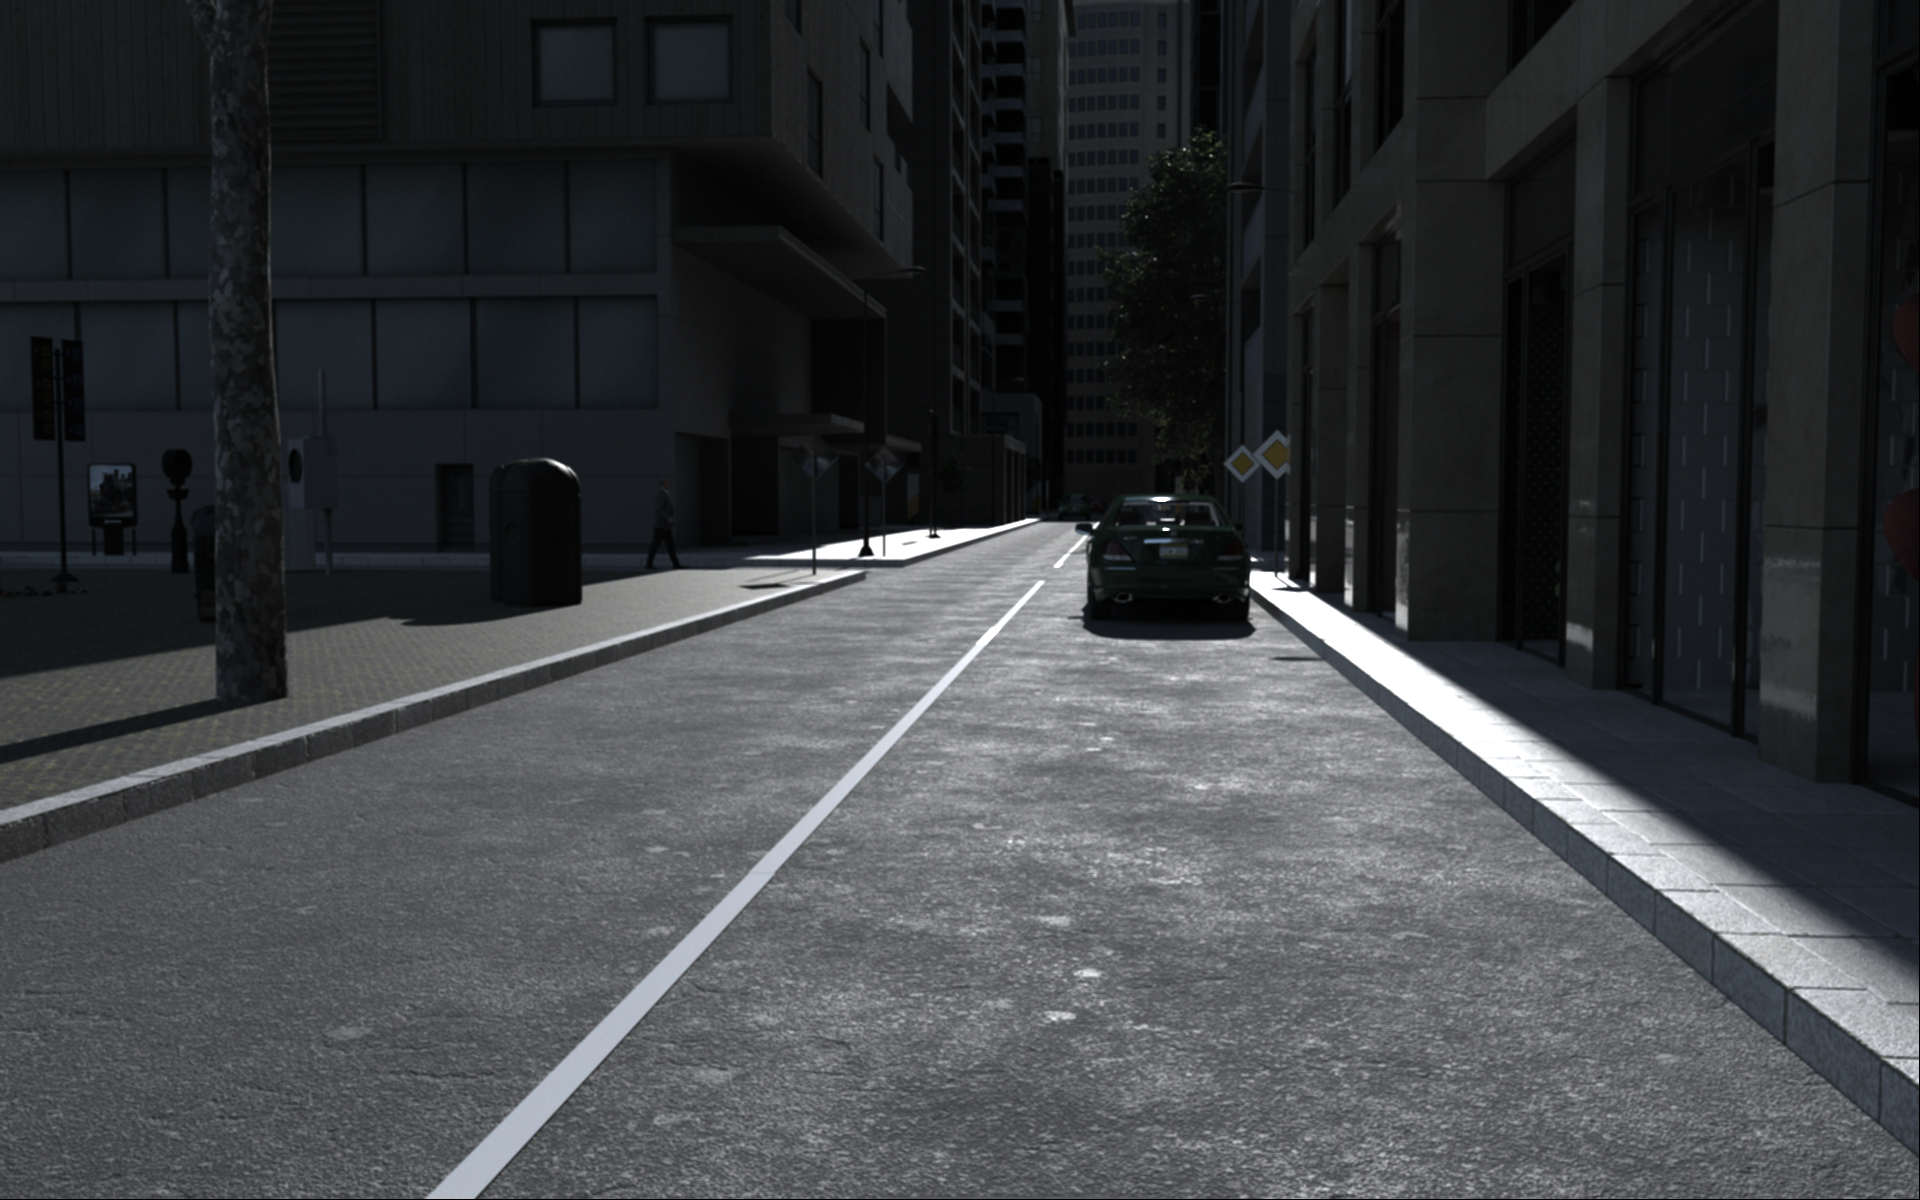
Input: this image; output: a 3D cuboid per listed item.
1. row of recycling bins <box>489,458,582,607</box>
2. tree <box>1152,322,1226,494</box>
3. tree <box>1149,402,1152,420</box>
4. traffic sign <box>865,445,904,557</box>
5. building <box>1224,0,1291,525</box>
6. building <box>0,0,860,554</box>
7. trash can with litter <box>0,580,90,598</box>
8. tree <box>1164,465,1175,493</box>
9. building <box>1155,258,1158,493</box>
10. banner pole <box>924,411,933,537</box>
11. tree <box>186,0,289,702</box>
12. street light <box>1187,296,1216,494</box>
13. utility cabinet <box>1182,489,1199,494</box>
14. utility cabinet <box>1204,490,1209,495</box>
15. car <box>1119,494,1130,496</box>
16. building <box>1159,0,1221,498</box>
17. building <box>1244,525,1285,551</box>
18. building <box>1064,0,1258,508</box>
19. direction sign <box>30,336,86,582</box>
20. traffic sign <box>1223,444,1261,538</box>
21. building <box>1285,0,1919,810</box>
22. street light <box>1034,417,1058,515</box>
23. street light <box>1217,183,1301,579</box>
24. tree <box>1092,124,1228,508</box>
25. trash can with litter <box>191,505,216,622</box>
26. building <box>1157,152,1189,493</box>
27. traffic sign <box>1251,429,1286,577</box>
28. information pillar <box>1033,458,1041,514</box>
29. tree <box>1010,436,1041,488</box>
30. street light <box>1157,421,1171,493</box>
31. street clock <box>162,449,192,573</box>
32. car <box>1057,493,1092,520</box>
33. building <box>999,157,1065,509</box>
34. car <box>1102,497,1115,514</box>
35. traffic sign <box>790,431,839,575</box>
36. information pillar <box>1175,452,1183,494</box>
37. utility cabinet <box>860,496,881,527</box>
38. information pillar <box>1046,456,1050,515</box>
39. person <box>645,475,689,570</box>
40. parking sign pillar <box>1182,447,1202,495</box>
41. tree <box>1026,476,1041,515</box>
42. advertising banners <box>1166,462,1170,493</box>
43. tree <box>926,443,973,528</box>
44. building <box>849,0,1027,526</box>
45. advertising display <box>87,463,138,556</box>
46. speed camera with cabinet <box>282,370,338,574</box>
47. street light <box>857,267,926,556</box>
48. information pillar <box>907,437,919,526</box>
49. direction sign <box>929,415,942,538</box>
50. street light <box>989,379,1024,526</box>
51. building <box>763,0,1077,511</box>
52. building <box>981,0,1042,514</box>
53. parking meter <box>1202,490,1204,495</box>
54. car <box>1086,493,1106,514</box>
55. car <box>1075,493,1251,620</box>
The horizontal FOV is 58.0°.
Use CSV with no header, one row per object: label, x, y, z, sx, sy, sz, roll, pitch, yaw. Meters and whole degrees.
row of recycling bins,-5.304,-0.869,21.326,1.069,1.692,3.534,-1,4,-18
tree,10.694,-7.335,70.285,4.360,8.622,3.978,0,3,0
tree,10.646,-7.899,79.516,4.360,8.622,3.978,0,3,0
traffic sign,-1.552,-1.945,35.443,0.795,2.450,0.064,0,4,5
building,24.666,-33.717,93.266,21.231,58.520,28.212,0,4,5
building,-15.979,-28.105,48.753,28.713,52.752,27.495,0,4,5
trash can with litter,-11.930,-0.658,21.822,1.678,1.210,2.233,2,4,32
tree,13.875,-7.312,114.146,1.663,3.219,1.824,0,3,0
building,25.969,-23.959,163.426,14.160,30.474,14.107,0,4,5
banner pole,-0.897,-3.787,51.938,0.401,3.779,0.863,0,4,3
tree,-3.550,-9.515,11.465,12.611,20.169,13.585,0,3,0
street light,6.081,-4.165,40.635,1.470,5.913,1.316,0,4,5
utility cabinet,10.982,-4.595,83.801,1.173,1.500,0.318,-1,4,-20
utility cabinet,13.829,-5.609,100.393,1.173,1.500,0.318,2,4,24
car,11.329,-6.541,117.169,2.015,1.641,3.980,0,4,6
building,25.671,-42.296,129.793,20.563,71.187,20.611,0,4,5
building,21.125,-30.471,40.205,28.212,58.520,21.231,0,4,5
building,19.234,-40.400,202.536,28.212,58.520,21.231,0,4,5
direction sign,-13.162,-2.040,25.344,0.379,3.537,0.876,1,4,21
traffic sign,5.658,-1.902,34.733,0.795,2.450,0.064,0,4,5
building,12.960,-12.458,8.205,19.350,26.468,34.151,0,4,5
street light,5.164,-8.038,103.970,1.470,5.913,1.316,0,4,5
street light,4.668,-3.270,26.010,1.470,5.913,1.316,0,4,5
tree,9.140,-9.377,59.964,9.857,13.997,8.962,0,3,0
trash can with litter,-7.530,-0.389,17.742,0.624,1.170,1.055,-2,4,-24
building,24.472,-23.049,148.557,14.160,30.474,14.107,0,4,5
traffic sign,4.894,-1.415,26.784,0.795,2.450,0.064,0,4,5
information pillar,4.828,-7.181,108.768,0.504,3.616,0.183,0,4,-3
tree,2.806,-7.043,98.867,4.285,4.588,4.351,0,3,0
street light,9.316,-6.254,74.793,1.470,5.913,1.316,0,4,5
street clock,-12.659,-1.436,28.052,0.358,2.002,0.471,1,4,10
car,6.312,-5.299,95.430,1.959,1.807,4.718,0,4,4
building,1.691,-23.053,148.621,14.160,30.474,14.107,0,4,5
car,7.157,-3.851,75.545,1.945,1.354,3.894,0,4,6
traffic sign,-2.315,-1.459,27.495,0.795,2.450,0.064,0,4,5
information pillar,10.411,-5.571,82.444,0.183,3.616,0.504,-2,4,-28
utility cabinet,-3.603,-3.433,67.285,1.020,1.237,0.306,0,4,1
information pillar,5.335,-6.983,105.528,0.183,3.616,0.504,0,4,-6
person,-5.446,-1.425,32.191,0.834,1.777,0.661,-1,4,-15
parking sign pillar,11.975,-6.181,89.533,1.447,3.967,1.447,-2,4,-26
tree,3.841,-6.842,106.472,1.663,3.219,1.824,0,3,0
advertising banners,11.587,-6.140,96.583,0.090,3.025,2.074,0,4,2
tree,-0.246,-4.343,65.604,1.663,3.219,1.824,0,3,0
building,-7.361,-39.220,79.505,20.563,71.187,20.611,0,4,5
advertising display,-17.665,-1.890,36.114,0.974,1.923,0.123,0,4,1
speed camera with cabinet,-10.755,-2.065,28.097,0.660,3.252,2.038,-3,5,-40
street light,-1.404,-3.861,35.662,1.470,5.913,1.316,0,4,5
information pillar,-1.920,-4.837,70.446,0.504,3.616,0.183,0,4,-2
direction sign,-0.723,-3.563,50.259,0.379,3.537,0.876,-1,4,-9
street light,1.884,-5.950,69.816,1.470,5.913,1.316,0,4,5
building,-2.707,-35.641,171.966,27.495,52.752,28.713,0,4,5
building,-4.889,-49.679,124.925,22.319,86.520,31.000,0,4,5
parking meter,13.248,-5.312,95.257,0.372,1.533,0.369,0,3,0
car,9.679,-7.268,127.872,2.155,1.783,4.494,0,4,4
car,2.473,-0.571,21.142,2.131,1.459,4.920,0,4,4
